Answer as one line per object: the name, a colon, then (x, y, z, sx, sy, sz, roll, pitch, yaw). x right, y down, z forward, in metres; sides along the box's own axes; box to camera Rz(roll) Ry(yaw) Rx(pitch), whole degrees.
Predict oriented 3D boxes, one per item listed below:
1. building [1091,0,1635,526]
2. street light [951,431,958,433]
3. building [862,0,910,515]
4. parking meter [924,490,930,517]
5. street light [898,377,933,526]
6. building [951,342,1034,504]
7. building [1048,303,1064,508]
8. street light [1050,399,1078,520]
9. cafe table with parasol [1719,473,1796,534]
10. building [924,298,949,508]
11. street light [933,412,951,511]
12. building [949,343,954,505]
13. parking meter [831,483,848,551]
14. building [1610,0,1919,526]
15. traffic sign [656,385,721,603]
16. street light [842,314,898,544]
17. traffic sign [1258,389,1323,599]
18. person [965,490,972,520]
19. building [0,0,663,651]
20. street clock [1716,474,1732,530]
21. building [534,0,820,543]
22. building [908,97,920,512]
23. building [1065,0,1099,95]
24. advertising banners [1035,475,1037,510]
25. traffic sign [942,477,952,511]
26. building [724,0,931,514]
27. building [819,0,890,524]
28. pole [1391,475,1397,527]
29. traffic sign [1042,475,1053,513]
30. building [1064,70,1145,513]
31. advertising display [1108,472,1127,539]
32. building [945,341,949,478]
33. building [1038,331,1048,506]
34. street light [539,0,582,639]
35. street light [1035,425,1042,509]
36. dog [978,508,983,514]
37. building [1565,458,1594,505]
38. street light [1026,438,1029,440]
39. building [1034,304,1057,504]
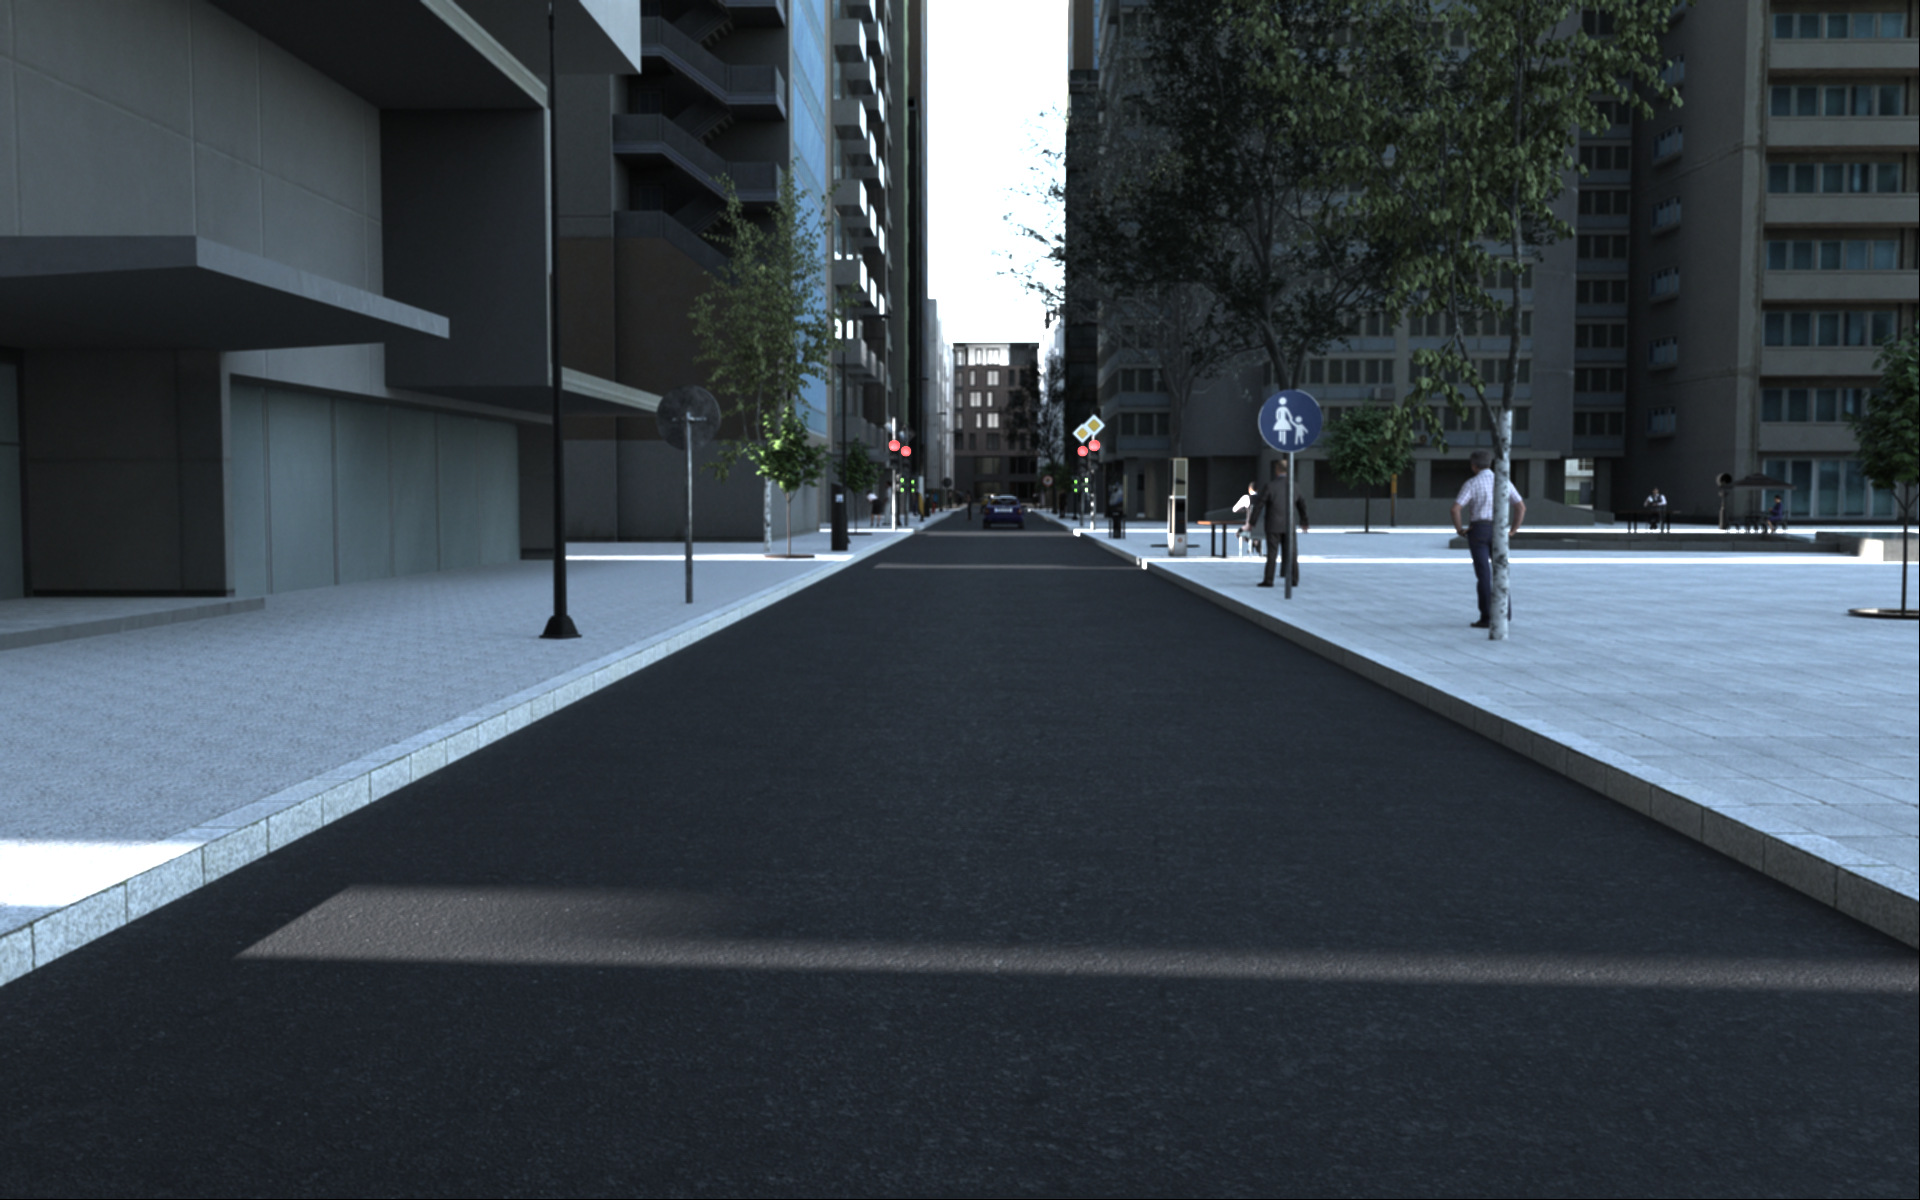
building: (18.942, -24.030, 84.765, 23.993, 40.220, 32.217, 0, 4, 1)
street light: (-0.862, -9.511, 128.051, 1.470, 5.913, 1.316, 0, 4, 1)
building: (-10.506, -25.852, 106.270, 14.154, 41.232, 14.086, 0, 4, 1)
parking meter: (-1.858, -5.405, 96.780, 0.372, 1.533, 0.369, 0, 3, 0)
street light: (-1.924, -5.895, 68.924, 1.470, 5.913, 1.316, 0, 4, 1)
building: (15.356, -24.385, 242.662, 32.646, 21.610, 27.936, 0, 4, 1)
building: (17.047, -19.101, 168.720, 16.016, 20.091, 11.380, 0, 4, 1)
street light: (5.120, -6.882, 85.056, 1.470, 5.913, 1.316, 0, 4, 1)
cafe table with parasol: (25.690, -3.118, 55.849, 2.610, 1.966, 2.610, -1, 4, -22)
building: (-10.132, -18.706, 172.305, 16.747, 18.905, 31.486, 0, 4, 1)
street light: (-1.429, -7.707, 98.553, 1.470, 5.913, 1.316, 0, 4, 1)
building: (-16.680, -21.114, 211.678, 31.486, 18.905, 16.747, 0, 4, 1)
parking meter: (-2.726, -1.881, 39.160, 0.372, 1.533, 0.369, 0, 3, 0)
building: (41.618, -27.795, 78.154, 21.600, 48.544, 21.300, 0, 4, 1)
traffic sign: (-3.181, -1.233, 20.270, 0.768, 2.556, 0.104, 0, 4, 5)
street light: (-2.457, -4.419, 44.791, 1.470, 5.913, 1.316, 0, 4, 1)
traffic sign: (4.021, -1.286, 21.139, 0.768, 2.556, 0.104, 1, 4, 9)
person: (0.453, -5.248, 95.767, 0.415, 1.643, 0.593, -2, 4, -30)
building: (-19.205, -26.278, 18.892, 28.713, 52.752, 27.495, 0, 4, 1)
street clock: (26.998, -3.466, 61.233, 0.471, 2.002, 0.358, -1, 4, -10)
building: (-11.649, -24.564, 51.737, 14.200, 45.320, 14.600, 0, 4, 1)
building: (-10.132, -21.343, 120.664, 14.160, 30.474, 14.107, 0, 4, 1)
building: (15.397, -29.685, 135.467, 14.600, 45.320, 14.200, 0, 4, 1)
advertising banners: (6.174, -8.869, 141.189, 0.090, 3.025, 2.074, 0, 4, 1)
traffic sign: (-0.982, -8.124, 132.925, 0.768, 2.556, 0.104, 0, 4, 7)
building: (-9.596, -29.616, 134.330, 14.600, 45.320, 14.200, 0, 4, 1)
building: (-15.323, -28.397, 83.892, 23.786, 49.044, 30.456, 0, 4, 1)
pole: (17.014, -4.530, 67.913, 0.158, 3.312, 0.155, 0, 3, 0)
traffic sign: (5.873, -7.078, 115.825, 0.768, 2.556, 0.104, 0, 4, 4)
building: (14.272, -21.396, 121.527, 14.160, 30.474, 14.107, 0, 4, 1)
advertising display: (4.529, -2.732, 49.888, 0.123, 1.923, 0.974, -1, 4, -23)
building: (-9.244, -20.626, 193.647, 16.016, 20.091, 11.380, 0, 4, 1)
building: (16.178, -19.797, 180.097, 16.016, 20.091, 11.380, 0, 4, 1)
street light: (-3.031, -2.615, 15.294, 1.470, 5.913, 1.316, 0, 4, 1)
street light: (5.654, -8.686, 114.554, 1.470, 5.913, 1.316, 0, 4, 1)
dog: (1.597, -6.509, 126.618, 0.550, 0.427, 0.748, 0, 4, 3)
building: (67.502, -20.996, 209.740, 31.486, 18.905, 16.747, 0, 4, 1)
street light: (6.191, -10.490, 144.052, 1.470, 5.913, 1.316, 0, 4, 1)
building: (23.353, -21.899, 202.021, 27.936, 21.610, 32.646, 0, 4, 1)
